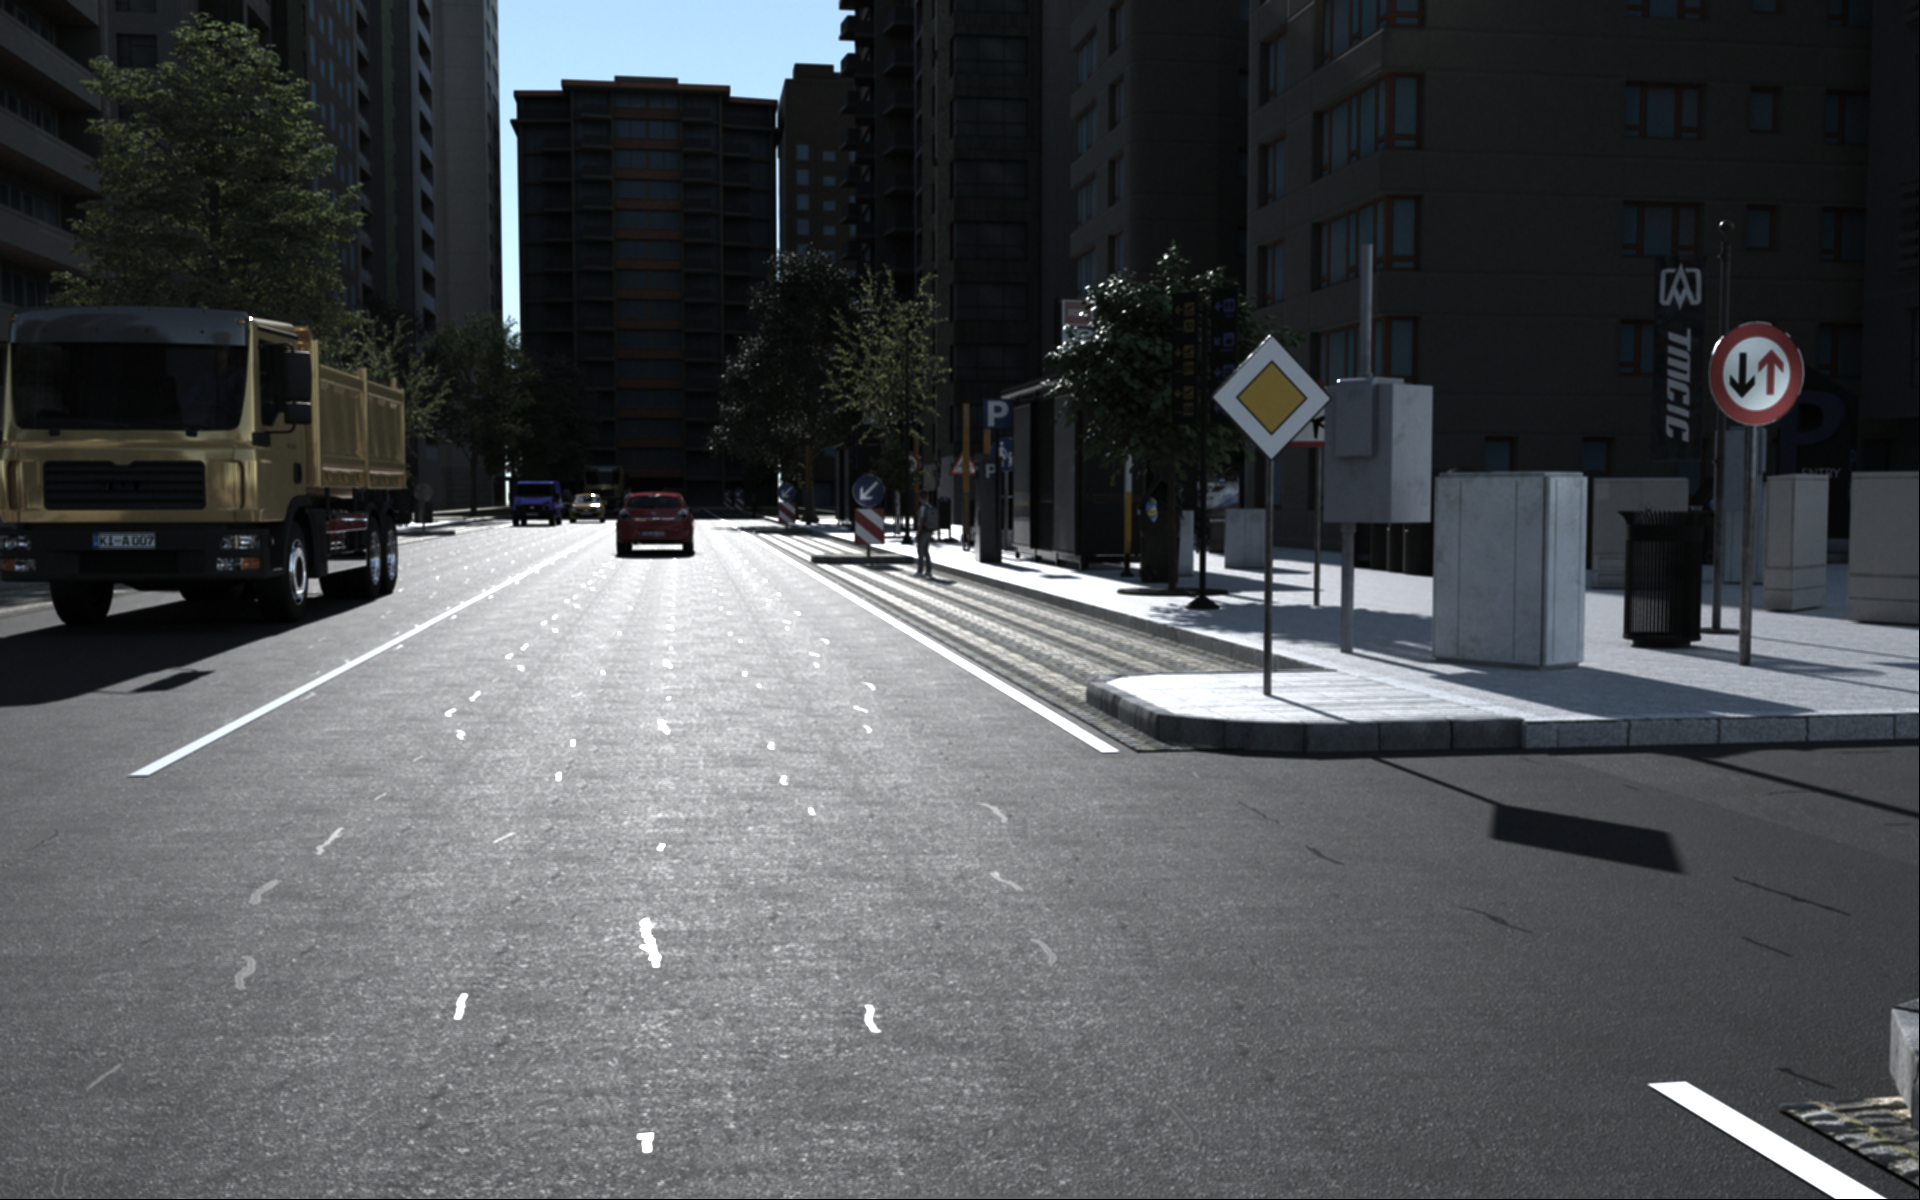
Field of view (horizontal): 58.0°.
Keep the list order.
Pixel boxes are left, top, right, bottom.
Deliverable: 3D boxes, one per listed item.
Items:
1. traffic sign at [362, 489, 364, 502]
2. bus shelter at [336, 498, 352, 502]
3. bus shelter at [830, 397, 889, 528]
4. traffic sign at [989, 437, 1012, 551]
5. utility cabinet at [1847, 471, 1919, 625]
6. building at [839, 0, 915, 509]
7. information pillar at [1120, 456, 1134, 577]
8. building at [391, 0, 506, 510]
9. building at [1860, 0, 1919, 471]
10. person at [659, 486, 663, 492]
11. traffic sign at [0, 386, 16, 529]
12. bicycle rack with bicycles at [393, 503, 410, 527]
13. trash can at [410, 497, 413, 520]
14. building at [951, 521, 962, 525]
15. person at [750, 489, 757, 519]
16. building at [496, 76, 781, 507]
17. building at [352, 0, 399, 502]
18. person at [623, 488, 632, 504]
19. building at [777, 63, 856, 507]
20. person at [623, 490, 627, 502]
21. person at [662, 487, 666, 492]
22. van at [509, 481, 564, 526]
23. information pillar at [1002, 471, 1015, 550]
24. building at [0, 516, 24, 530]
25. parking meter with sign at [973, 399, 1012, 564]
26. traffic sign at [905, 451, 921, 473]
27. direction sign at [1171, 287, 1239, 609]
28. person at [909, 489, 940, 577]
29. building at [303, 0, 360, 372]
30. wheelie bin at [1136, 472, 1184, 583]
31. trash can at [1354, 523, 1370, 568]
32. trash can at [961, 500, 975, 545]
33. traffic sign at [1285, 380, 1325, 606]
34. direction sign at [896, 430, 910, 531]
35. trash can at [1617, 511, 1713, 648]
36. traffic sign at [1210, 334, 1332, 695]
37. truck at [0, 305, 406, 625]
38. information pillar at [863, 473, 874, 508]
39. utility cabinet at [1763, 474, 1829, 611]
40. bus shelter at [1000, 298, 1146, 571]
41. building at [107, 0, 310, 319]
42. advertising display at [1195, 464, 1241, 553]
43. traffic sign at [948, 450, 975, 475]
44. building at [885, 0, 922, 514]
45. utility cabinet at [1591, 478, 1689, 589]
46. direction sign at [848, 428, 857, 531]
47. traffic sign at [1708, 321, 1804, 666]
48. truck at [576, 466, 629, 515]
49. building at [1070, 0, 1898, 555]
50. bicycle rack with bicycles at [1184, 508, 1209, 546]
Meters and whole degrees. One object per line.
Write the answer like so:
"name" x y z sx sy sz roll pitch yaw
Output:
"traffic sign" -25.098 -4.450 72.766 0.884 2.594 0.081 0 4 -1
"bus shelter" -23.271 -4.400 63.222 1.731 3.624 6.357 -1 4 -9
"bus shelter" -3.983 -5.600 69.189 2.179 5.291 8.768 -1 4 -9
"traffic sign" 1.025 -2.374 38.916 0.768 2.556 0.104 0 4 -3
"utility cabinet" 9.338 -0.502 16.894 0.318 1.500 1.173 -2 4 -35
"building" 1.816 -29.707 140.329 22.147 44.769 28.867 -1 4 -9
"information pillar" 2.594 -2.164 26.730 0.183 3.616 0.504 0 4 2
"building" -62.101 -38.949 178.823 28.212 58.520 21.231 -1 4 -9
"building" 26.916 -21.183 29.935 14.086 41.232 14.154 -1 4 -9
"person" -15.975 -5.174 92.721 1.348 1.869 0.705 -1 4 -11
"traffic sign" -18.221 -2.376 32.716 2.265 3.308 0.079 0 4 -3
"bicycle rack with bicycles" -23.045 -3.355 68.235 2.852 0.926 2.925 -2 4 -23
"trash can" -25.821 -4.218 80.619 0.748 1.137 0.748 0 3 0
"building" 5.578 -18.810 79.242 14.160 30.474 14.107 -1 4 -9
"person" -12.171 -5.646 101.529 0.721 1.735 1.217 -1 4 -12
"building" -33.858 -32.421 184.707 28.867 44.769 22.147 -1 4 -9
"building" -45.830 -26.400 115.236 14.154 41.232 14.086 -1 4 -9
"person" -16.228 -4.642 85.334 0.756 1.711 0.436 -1 4 -17
"building" -11.802 -32.693 184.635 14.200 45.320 14.600 -1 4 -9
"person" -26.931 -8.002 140.065 0.721 1.736 1.217 0 4 8
"person" -15.638 -5.083 91.585 0.705 1.826 1.348 1 4 9
"van" -19.547 -4.633 80.135 2.240 2.365 5.245 -1 4 -8
"information pillar" 1.099 -2.181 40.156 0.304 2.012 0.304 -3 5 -42
"building" -39.781 -26.103 50.481 21.300 48.544 21.600 -1 4 -9
"parking meter with sign" 0.555 -2.222 32.597 0.543 3.016 1.738 -1 4 -9
"traffic sign" -1.550 -3.152 51.638 0.768 2.556 0.104 0 4 -1
"direction sign" 2.719 -1.672 19.329 0.876 3.537 0.379 3 5 44
"person" -0.626 -1.149 29.881 0.523 1.515 0.503 0 4 -7
"building" -43.827 -27.586 101.135 14.600 45.320 14.200 -1 4 -9
"wheelie bin" 2.923 -1.060 25.244 0.693 1.594 0.980 0 4 4
"trash can" 7.131 -1.148 30.420 0.748 1.137 0.748 0 3 0
"trash can" 0.388 -1.952 43.576 0.748 1.137 0.748 0 3 0
"traffic sign" 4.098 -1.213 19.831 0.884 2.594 0.081 0 3 0
"direction sign" -2.048 -4.217 60.940 0.379 3.537 0.876 3 4 36
"trash can" 5.923 -0.180 14.590 0.748 1.137 0.748 0 3 0
"traffic sign" 1.960 -0.450 10.999 0.795 2.450 0.064 -1 4 -9
"truck" -8.917 -1.547 21.221 3.469 3.379 9.791 -1 4 -8
"information pillar" -3.251 -3.482 61.416 0.304 2.012 0.304 1 4 14
"utility cabinet" 9.276 -0.645 19.229 0.318 1.500 1.173 3 5 43
"bus shelter" 2.122 -3.398 33.181 2.179 5.291 8.768 -1 4 -9
"building" -41.452 -19.297 87.204 14.160 30.474 14.107 -1 4 -9
"advertising display" 5.580 -1.973 37.469 0.974 1.923 0.123 0 4 7
"traffic sign" 0.118 -2.951 48.257 0.884 2.594 0.081 0 4 -4
"building" 6.266 -41.401 115.165 20.563 71.187 20.611 -1 4 -9
"utility cabinet" 9.126 -0.892 23.267 1.173 1.500 0.318 1 4 17
"direction sign" -3.680 -4.147 59.802 0.379 3.537 0.876 1 4 12
"traffic sign" 5.878 -0.782 12.898 0.768 2.556 0.104 -1 4 -9
"truck" -24.758 -7.622 120.545 3.469 3.379 9.791 -1 4 -10
"building" 20.034 -12.659 52.020 27.650 21.520 28.899 -1 4 -9
"bicycle rack with bicycles" 5.824 -1.839 43.446 2.925 0.926 2.852 1 4 19
